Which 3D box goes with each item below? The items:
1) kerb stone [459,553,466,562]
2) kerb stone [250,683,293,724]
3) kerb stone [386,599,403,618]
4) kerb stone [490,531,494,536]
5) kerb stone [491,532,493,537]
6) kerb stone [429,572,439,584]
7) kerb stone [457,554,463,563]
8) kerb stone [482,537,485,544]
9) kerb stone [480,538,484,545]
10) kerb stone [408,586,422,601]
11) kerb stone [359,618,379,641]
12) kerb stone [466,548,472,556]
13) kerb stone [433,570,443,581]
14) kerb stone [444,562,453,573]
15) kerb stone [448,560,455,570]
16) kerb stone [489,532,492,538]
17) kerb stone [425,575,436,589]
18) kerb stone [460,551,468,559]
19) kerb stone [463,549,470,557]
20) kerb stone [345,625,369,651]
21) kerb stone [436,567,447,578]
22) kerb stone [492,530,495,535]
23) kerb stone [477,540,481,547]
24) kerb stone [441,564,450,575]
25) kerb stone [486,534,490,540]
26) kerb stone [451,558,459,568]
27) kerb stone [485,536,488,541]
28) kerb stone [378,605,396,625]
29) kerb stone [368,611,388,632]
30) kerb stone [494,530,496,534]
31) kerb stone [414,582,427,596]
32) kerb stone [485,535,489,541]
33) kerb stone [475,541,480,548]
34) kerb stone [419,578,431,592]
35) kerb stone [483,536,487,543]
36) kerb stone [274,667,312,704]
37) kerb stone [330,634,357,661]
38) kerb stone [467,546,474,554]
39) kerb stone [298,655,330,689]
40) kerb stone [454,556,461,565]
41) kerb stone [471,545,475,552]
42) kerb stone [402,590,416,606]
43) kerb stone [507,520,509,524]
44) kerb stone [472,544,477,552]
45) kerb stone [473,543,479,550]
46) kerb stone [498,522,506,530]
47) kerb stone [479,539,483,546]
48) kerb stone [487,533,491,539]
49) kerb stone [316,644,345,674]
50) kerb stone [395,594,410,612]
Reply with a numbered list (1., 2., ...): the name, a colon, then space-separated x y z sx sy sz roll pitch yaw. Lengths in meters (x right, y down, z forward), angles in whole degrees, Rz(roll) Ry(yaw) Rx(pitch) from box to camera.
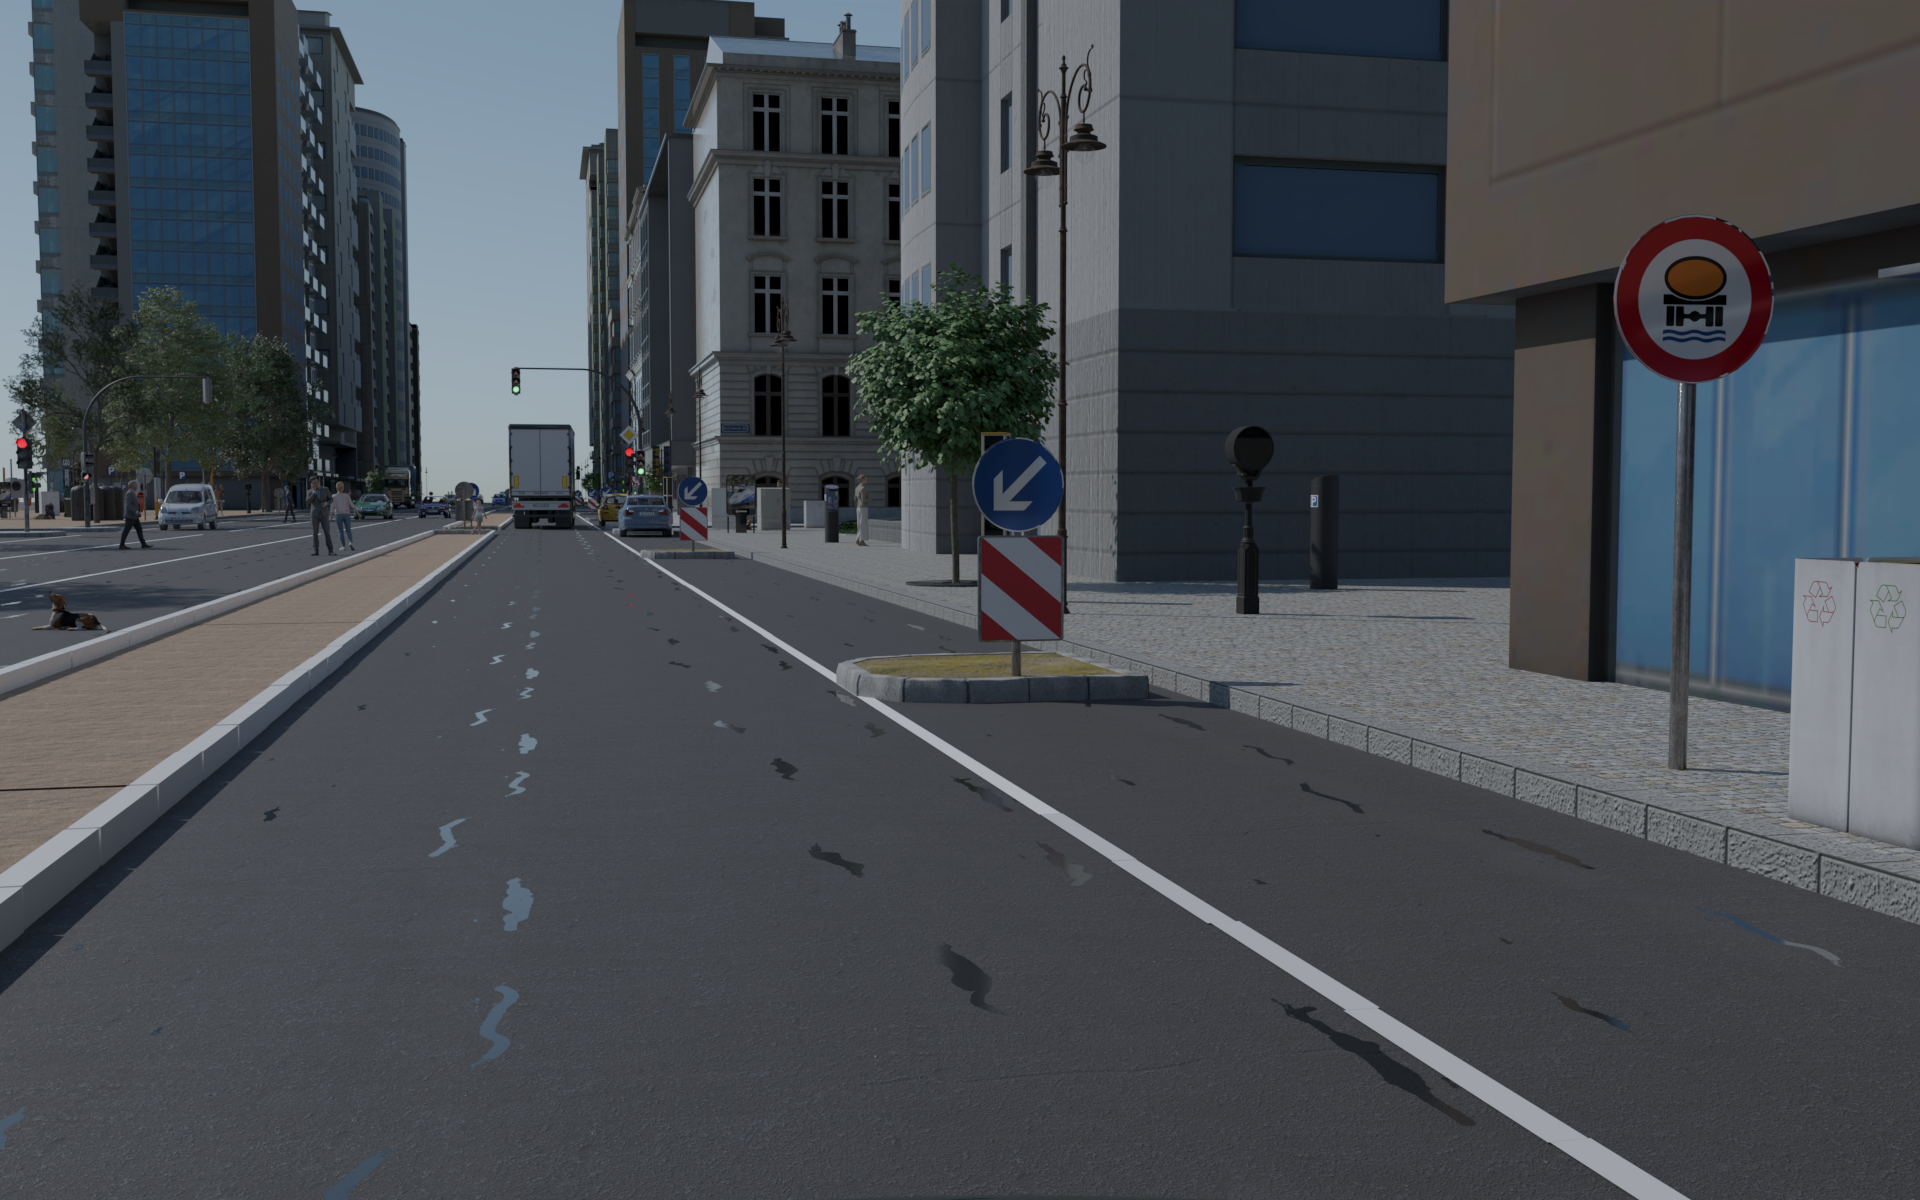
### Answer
1. kerb stone: -10.438 -0.841 36.074 0.120 0.150 1.000 -1 4 -13
2. kerb stone: -4.446 0.679 11.142 0.120 0.150 1.000 -1 4 -13
3. kerb stone: -6.600 0.127 20.116 0.120 0.150 1.000 -1 4 -13
4. kerb stone: -15.243 -2.070 56.034 0.120 0.150 1.000 -1 4 -13
5. kerb stone: -14.992 -2.009 55.043 0.120 0.150 1.000 -1 4 -13
6. kerb stone: -8.285 -0.300 27.109 0.120 0.150 1.000 -1 4 -13
7. kerb stone: -10.194 -0.783 35.069 0.120 0.150 1.000 -1 4 -13
8. kerb stone: -13.315 -1.580 48.037 0.120 0.150 1.000 -1 4 -13
9. kerb stone: -13.076 -1.520 47.043 0.120 0.150 1.000 -1 4 -13
10. kerb stone: -7.320 -0.056 23.118 0.120 0.150 1.000 -1 4 -13
11. kerb stone: -5.879 0.315 17.118 0.120 0.150 1.000 -1 4 -13
12. kerb stone: -11.157 -1.026 39.061 0.120 0.150 1.000 -1 4 -13
13. kerb stone: -8.527 -0.355 28.104 0.120 0.150 1.000 -1 4 -13
14. kerb stone: -9.234 -0.544 31.091 0.120 0.150 1.000 -1 4 -13
15. kerb stone: -9.487 -0.601 32.082 0.120 0.150 1.000 -1 4 -13
16. kerb stone: -14.755 -1.948 54.039 0.120 0.150 1.000 -1 4 -13
17. kerb stone: -8.036 -0.238 26.118 0.120 0.150 1.000 -1 4 -13
18. kerb stone: -10.671 -0.909 37.069 0.120 0.150 1.000 -1 4 -13
19. kerb stone: -10.915 -0.970 38.061 0.120 0.150 1.000 -1 4 -13
20. kerb stone: -5.640 0.372 16.118 0.120 0.150 1.000 -1 4 -13
21. kerb stone: -8.760 -0.422 29.102 0.120 0.150 1.000 -1 4 -13
22. kerb stone: -15.468 -2.131 57.041 0.120 0.150 1.000 -1 4 -13
23. kerb stone: -12.594 -1.397 45.041 0.120 0.150 1.000 -1 4 -13
24. kerb stone: -8.996 -0.483 30.097 0.120 0.150 1.000 -1 4 -13
25. kerb stone: -14.290 -1.823 52.048 0.120 0.150 1.000 -1 4 -13
26. kerb stone: -9.714 -0.666 33.081 0.120 0.150 1.000 -1 4 -13
27. kerb stone: -13.796 -1.702 50.037 0.120 0.150 1.000 -1 4 -13
28. kerb stone: -6.358 0.188 19.123 0.120 0.150 1.000 -1 4 -13
29. kerb stone: -6.119 0.249 18.119 0.120 0.150 1.000 -1 4 -13
30. kerb stone: -15.712 -2.192 58.035 0.120 0.150 1.000 -1 4 -13
31. kerb stone: -7.554 -0.114 24.113 0.120 0.150 1.000 -1 4 -13
32. kerb stone: -14.032 -1.764 51.044 0.120 0.150 1.000 -1 4 -13
33. kerb stone: -12.350 -1.336 44.046 0.120 0.150 1.000 -1 4 -13
34. kerb stone: -7.795 -0.178 25.106 0.120 0.150 1.000 -1 4 -13
35. kerb stone: -13.549 -1.641 49.032 0.120 0.150 1.000 -1 4 -13
36. kerb stone: -4.692 0.615 12.140 0.120 0.150 1.000 -1 4 -13
37. kerb stone: -5.404 0.433 15.123 0.120 0.150 1.000 -1 4 -13
38. kerb stone: -11.393 -1.093 40.060 0.120 0.150 1.000 -1 4 -13
39. kerb stone: -4.923 0.554 13.136 0.120 0.150 1.000 -1 4 -13
40. kerb stone: -9.954 -0.727 34.075 0.120 0.150 1.000 -1 4 -13
41. kerb stone: -11.640 -1.146 41.060 0.120 0.150 1.000 -1 4 -13
42. kerb stone: -7.078 0.004 22.123 0.120 0.150 1.000 -1 4 -13
43. kerb stone: -20.637 -3.442 78.494 0.120 0.150 1.000 -1 4 -13
44. kerb stone: -11.879 -1.215 42.054 0.120 0.150 1.000 -1 4 -13
45. kerb stone: -12.110 -1.275 43.050 0.120 0.150 1.000 -1 4 -13
46. kerb stone: -19.439 -3.137 73.520 0.120 0.150 1.000 -1 4 -13
47. kerb stone: -12.836 -1.459 46.043 0.120 0.150 1.000 -1 4 -13
48. kerb stone: -14.515 -1.887 53.045 0.120 0.150 1.000 -1 4 -13
49. kerb stone: -5.156 0.496 14.132 0.120 0.150 1.000 -1 4 -13
50. kerb stone: -6.842 0.067 21.110 0.120 0.150 1.000 -1 4 -13
